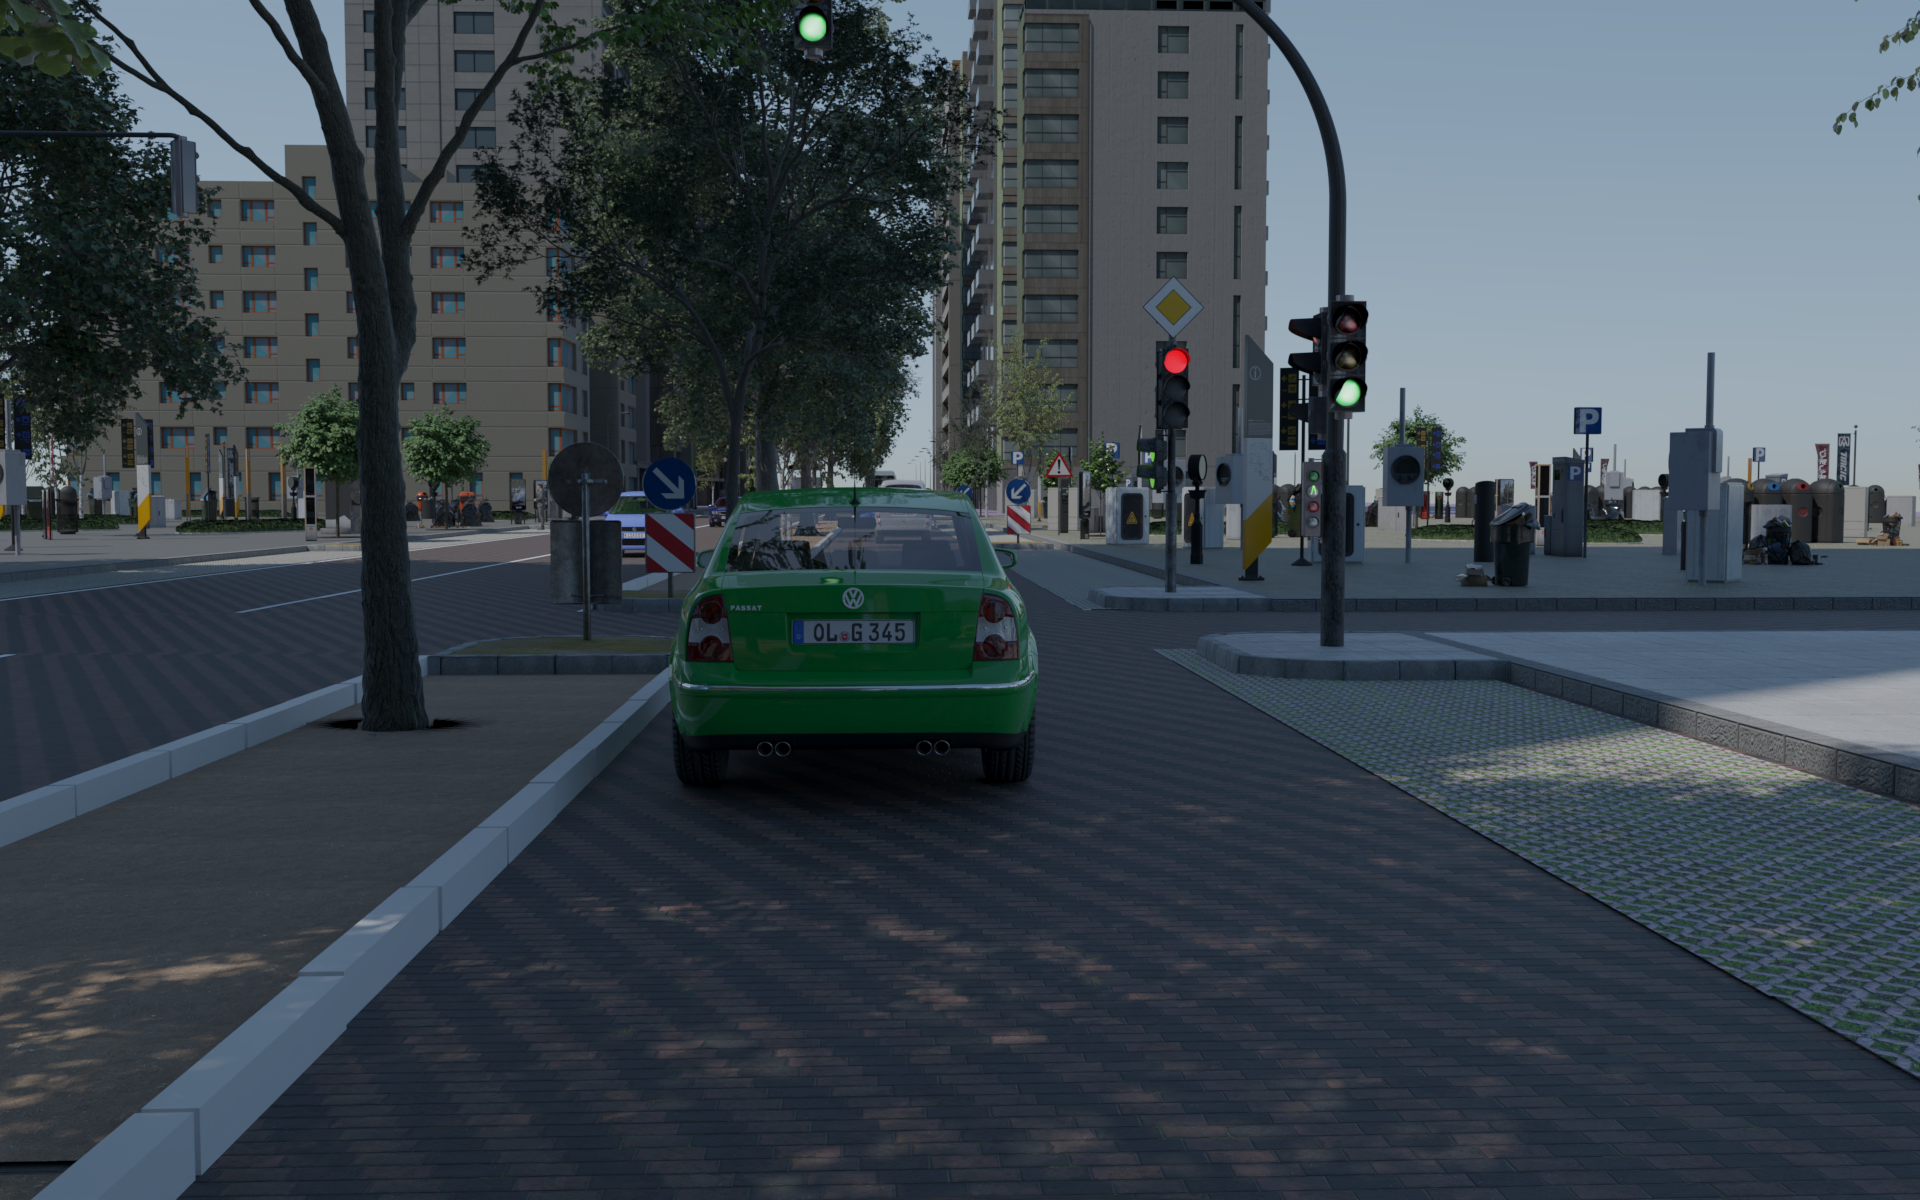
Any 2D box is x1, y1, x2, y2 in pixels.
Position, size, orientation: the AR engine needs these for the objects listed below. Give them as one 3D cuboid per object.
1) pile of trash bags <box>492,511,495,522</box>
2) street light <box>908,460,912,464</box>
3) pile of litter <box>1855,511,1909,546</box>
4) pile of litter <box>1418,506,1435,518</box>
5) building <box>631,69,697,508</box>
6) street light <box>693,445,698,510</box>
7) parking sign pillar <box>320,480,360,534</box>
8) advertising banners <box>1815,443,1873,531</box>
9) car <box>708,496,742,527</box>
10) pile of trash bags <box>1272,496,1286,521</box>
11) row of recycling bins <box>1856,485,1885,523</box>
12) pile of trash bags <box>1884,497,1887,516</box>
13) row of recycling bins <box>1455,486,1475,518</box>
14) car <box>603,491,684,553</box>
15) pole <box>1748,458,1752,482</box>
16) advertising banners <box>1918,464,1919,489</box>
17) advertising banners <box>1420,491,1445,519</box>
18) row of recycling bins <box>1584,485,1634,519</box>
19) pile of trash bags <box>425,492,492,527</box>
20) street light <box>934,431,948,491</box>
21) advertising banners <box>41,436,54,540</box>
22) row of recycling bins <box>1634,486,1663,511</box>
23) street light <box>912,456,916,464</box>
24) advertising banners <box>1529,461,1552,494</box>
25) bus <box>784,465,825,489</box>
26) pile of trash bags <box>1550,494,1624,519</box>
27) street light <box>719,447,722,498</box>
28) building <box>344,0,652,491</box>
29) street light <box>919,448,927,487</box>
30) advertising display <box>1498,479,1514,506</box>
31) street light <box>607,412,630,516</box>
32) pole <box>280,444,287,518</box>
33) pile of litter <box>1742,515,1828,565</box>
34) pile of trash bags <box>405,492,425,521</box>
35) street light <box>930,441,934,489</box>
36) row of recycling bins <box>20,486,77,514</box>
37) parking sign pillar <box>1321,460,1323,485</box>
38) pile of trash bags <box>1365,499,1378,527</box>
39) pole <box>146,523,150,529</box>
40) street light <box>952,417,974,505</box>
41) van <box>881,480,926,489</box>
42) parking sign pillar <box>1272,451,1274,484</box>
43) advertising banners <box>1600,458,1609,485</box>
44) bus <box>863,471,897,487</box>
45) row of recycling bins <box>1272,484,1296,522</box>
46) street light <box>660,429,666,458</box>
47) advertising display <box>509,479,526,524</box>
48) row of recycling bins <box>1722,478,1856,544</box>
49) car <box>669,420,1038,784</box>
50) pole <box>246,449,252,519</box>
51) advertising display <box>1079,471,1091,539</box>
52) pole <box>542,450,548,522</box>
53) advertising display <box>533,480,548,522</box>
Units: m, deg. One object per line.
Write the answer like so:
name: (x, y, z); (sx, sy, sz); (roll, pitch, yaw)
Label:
pile of trash bags: (-22.403, -4.262, 79.441); (1.912, 1.369, 3.447); (-1, 4, -18)
street light: (-5.865, -15.977, 233.765); (1.470, 5.913, 1.316); (0, 4, -3)
pile of litter: (23.059, -1.795, 43.312); (1.176, 0.858, 1.719); (1, 4, 20)
pile of litter: (25.294, -4.903, 94.134); (1.176, 0.858, 1.719); (1, 4, 14)
building: (-31.241, -28.740, 153.495); (14.154, 41.232, 14.086); (0, 4, -3)
street light: (-21.438, -10.465, 143.644); (1.470, 5.913, 1.316); (0, 4, -3)
parking sign pillar: (-19.869, -4.116, 55.771); (1.447, 3.967, 1.447); (2, 4, 32)
advertising banners: (30.563, -3.900, 59.954); (2.074, 3.025, 0.090); (0, 4, -2)
car: (-10.044, -3.896, 76.280); (1.945, 1.354, 3.894); (0, 4, -2)
pile of trash bags: (11.338, -3.195, 61.992); (3.447, 1.369, 1.912); (2, 4, 28)
row of recycling bins: (39.518, -4.313, 77.630); (3.534, 1.692, 1.069); (3, 5, 43)
pile of trash bags: (43.849, -4.490, 83.166); (1.912, 1.369, 3.447); (2, 4, 32)
row of recycling bins: (27.895, -5.214, 92.363); (1.069, 1.692, 3.534); (-2, 4, -34)
car: (-7.412, -1.895, 40.572); (1.945, 1.707, 3.694); (0, 4, -4)
pole: (44.741, -6.381, 98.166); (0.158, 3.312, 0.155); (0, 3, 0)
advertising banners: (56.029, -6.337, 99.800); (0.090, 3.025, 2.074); (-1, 4, -18)
advertising banners: (23.714, -5.622, 88.114); (2.074, 3.025, 0.090); (-1, 4, -10)
row of recycling bins: (28.481, -4.317, 77.698); (3.534, 1.692, 1.069); (-2, 4, -30)
pile of trash bags: (-20.011, -3.637, 69.215); (1.912, 1.369, 3.447); (-1, 4, -8)
street light: (-0.949, -9.498, 127.831); (1.470, 5.913, 1.316); (0, 4, -3)
advertising banners: (-25.539, -3.198, 48.480); (0.090, 3.025, 2.074); (-3, 4, -36)
row of recycling bins: (35.665, -5.146, 91.247); (3.534, 1.692, 1.069); (-1, 4, -18)
street light: (-4.783, -14.595, 211.172); (1.470, 5.913, 1.316); (0, 4, -3)
advertising banners: (31.418, -5.915, 92.902); (2.074, 3.025, 0.090); (-1, 4, -13)
bus: (-11.625, -8.495, 130.447); (2.896, 3.916, 12.252); (0, 4, -4)
pile of trash bags: (22.195, -3.202, 62.102); (1.912, 1.369, 3.447); (-3, 5, -40)
street light: (-22.592, -11.885, 166.853); (1.470, 5.913, 1.316); (0, 4, -3)
building: (-34.198, -42.562, 134.139); (20.563, 71.187, 20.611); (0, 4, -3)
street light: (-3.149, -12.329, 174.120); (1.470, 5.913, 1.316); (0, 4, -3)
advertising display: (23.078, -4.160, 73.229); (0.974, 1.923, 0.123); (-3, 4, -37)
street light: (-19.324, -7.673, 97.988); (1.470, 5.913, 1.316); (0, 4, -3)
pole: (-27.621, -4.702, 70.725); (0.158, 3.312, 0.155); (0, 3, 0)
pile of litter: (14.902, -1.086, 31.721); (1.719, 0.858, 1.176); (2, 4, 31)
pile of trash bags: (-26.536, -4.452, 82.549); (1.912, 1.369, 3.447); (1, 4, 20)
street light: (-1.932, -10.911, 150.943); (1.470, 5.913, 1.316); (0, 4, -3)
row of recycling bins: (-46.663, -4.978, 88.499); (3.534, 1.692, 1.069); (1, 4, 17)
parking sign pillar: (20.387, -6.546, 95.496); (1.447, 3.967, 1.447); (-2, 4, -24)
pile of trash bags: (15.855, -3.597, 68.570); (1.912, 1.369, 3.447); (0, 4, 7)
pole: (-30.085, -4.288, 63.959); (0.158, 3.312, 0.155); (0, 3, 0)
street light: (0.272, -8.105, 105.053); (1.470, 5.913, 1.316); (0, 4, -3)
van: (-1.703, -2.726, 51.575); (2.013, 2.044, 4.112); (0, 4, -2)
parking sign pillar: (13.583, -5.479, 78.046); (1.447, 3.967, 1.447); (-2, 4, -29)
advertising banners: (30.966, -5.427, 84.922); (2.074, 3.025, 0.090); (-1, 4, -19)
bus: (-6.528, -8.982, 141.720); (2.948, 3.499, 13.247); (0, 4, -3)
row of recycling bins: (12.880, -3.812, 69.445); (1.069, 1.692, 3.534); (-3, 5, -39)
street light: (-20.374, -9.083, 121.050); (1.470, 5.913, 1.316); (0, 4, -3)
advertising display: (-18.745, -4.171, 73.414); (0.123, 1.923, 0.974); (2, 4, 24)
row of recycling bins: (21.379, -2.329, 45.200); (3.534, 1.692, 1.069); (-1, 4, -13)
car: (-0.594, -0.071, 9.961); (1.959, 1.807, 4.718); (0, 4, -3)
pole: (-32.087, -5.155, 78.125); (0.158, 3.312, 0.155); (0, 3, 0)
advertising display: (3.554, -2.696, 49.292); (0.123, 1.923, 0.974); (1, 4, 18)
pole: (-19.346, -5.316, 80.755); (0.158, 3.312, 0.155); (0, 3, 0)
advertising display: (-19.031, -4.490, 78.619); (0.123, 1.923, 0.974); (1, 4, 20)
